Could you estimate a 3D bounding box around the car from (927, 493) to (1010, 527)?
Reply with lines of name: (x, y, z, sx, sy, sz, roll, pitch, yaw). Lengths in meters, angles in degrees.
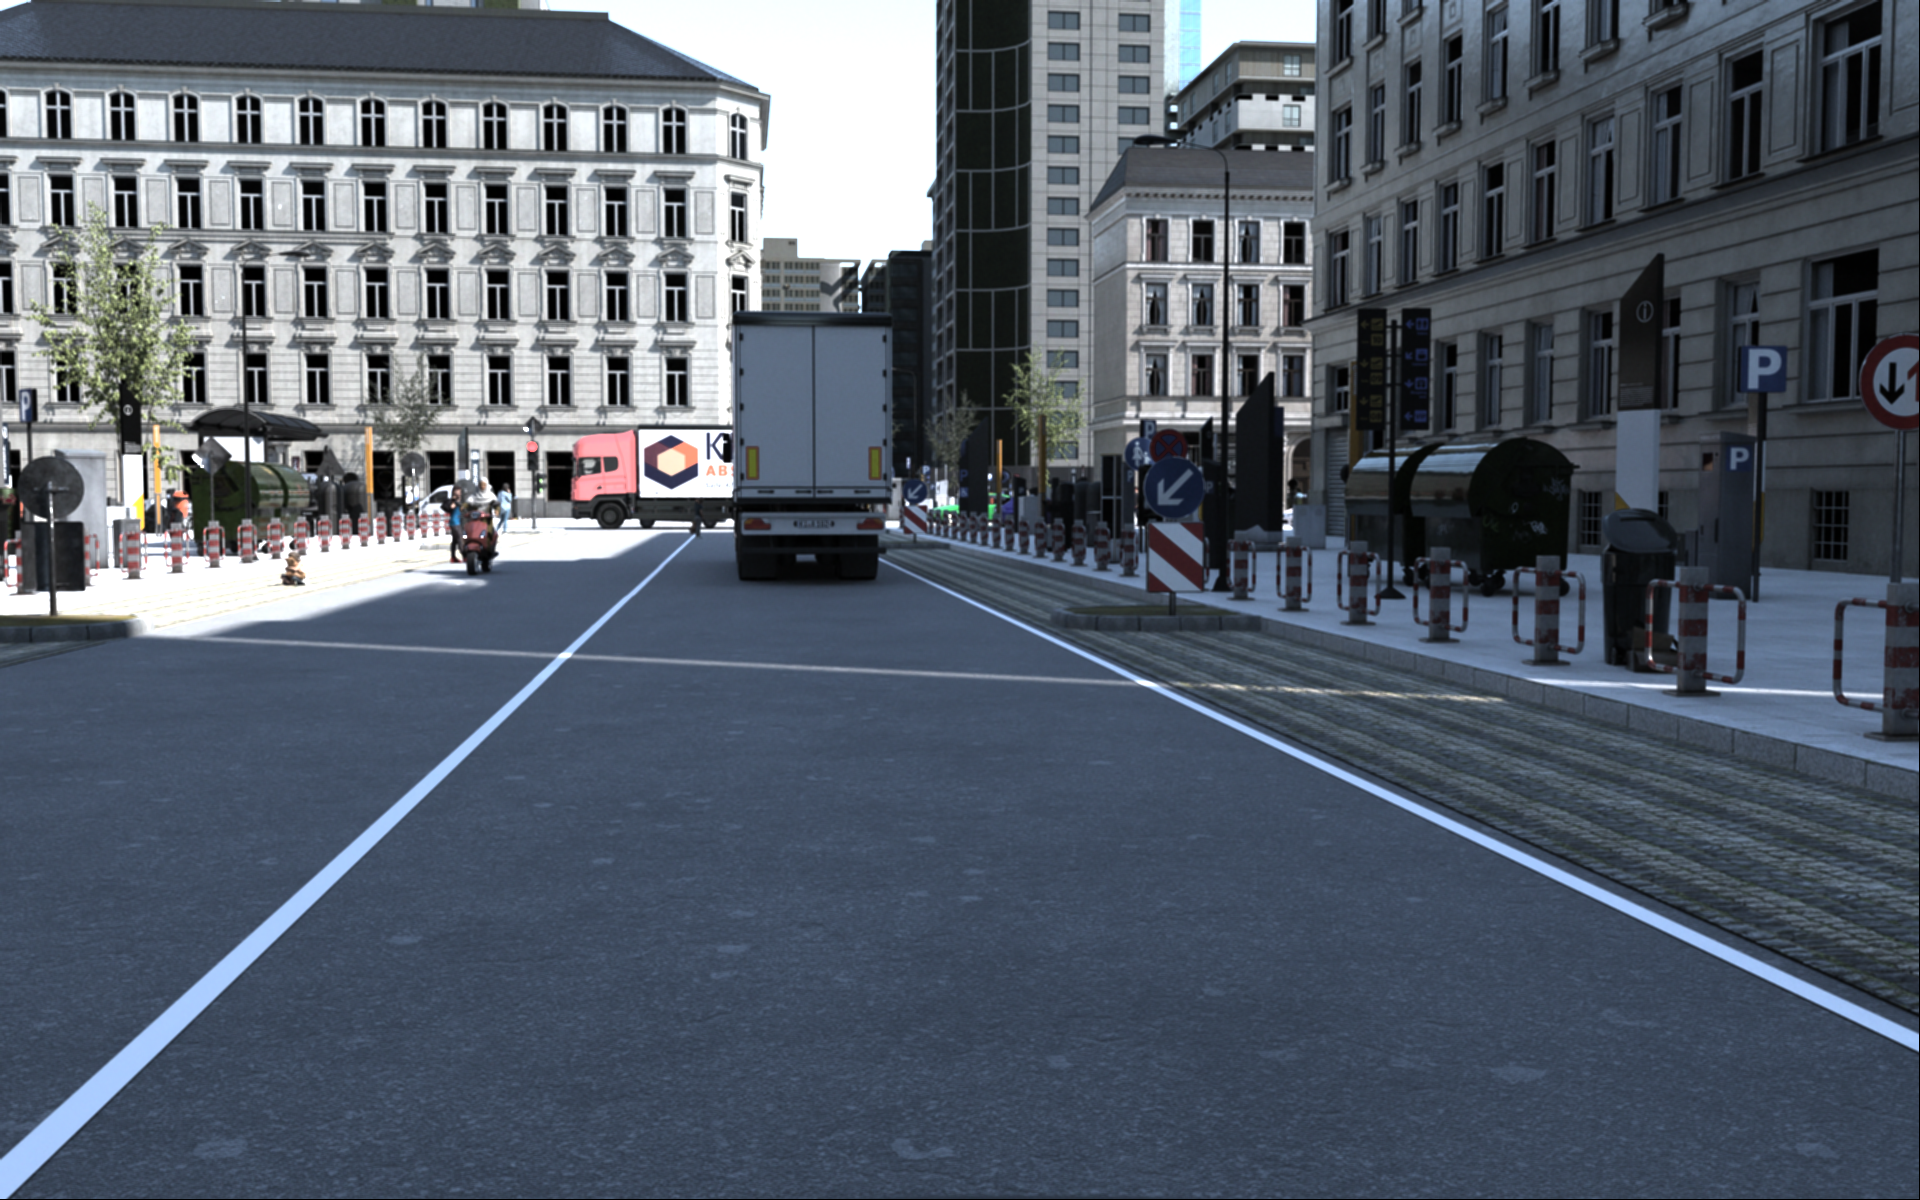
car: (0.889, -4.064, 75.241, 4.718, 1.807, 1.959, -1, 4, -8)

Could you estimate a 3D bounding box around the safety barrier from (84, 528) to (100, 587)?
safety barrier: (-12.102, -0.589, 23.905, 0.300, 0.817, 1.120, 0, 4, -7)

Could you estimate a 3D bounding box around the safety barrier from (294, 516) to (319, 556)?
safety barrier: (-13.628, -1.321, 35.866, 0.300, 0.817, 1.120, 0, 4, -7)

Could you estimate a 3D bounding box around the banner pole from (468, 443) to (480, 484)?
banner pole: (-24.050, -5.839, 85.484, 0.401, 3.779, 0.863, 3, 5, 42)

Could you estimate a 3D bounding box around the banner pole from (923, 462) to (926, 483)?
banner pole: (-2.753, -8.809, 134.044, 0.401, 3.779, 0.863, -1, 4, -13)

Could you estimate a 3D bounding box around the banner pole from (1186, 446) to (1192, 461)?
banner pole: (11.823, -6.092, 89.623, 0.401, 3.779, 0.863, -2, 4, -24)

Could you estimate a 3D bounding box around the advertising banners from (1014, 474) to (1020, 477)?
advertising banners: (4.190, -9.498, 151.486, 2.074, 3.025, 0.090, 1, 4, 9)

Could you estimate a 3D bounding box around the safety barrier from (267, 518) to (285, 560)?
safety barrier: (-13.373, -1.198, 33.858, 0.300, 0.817, 1.120, 0, 4, -7)

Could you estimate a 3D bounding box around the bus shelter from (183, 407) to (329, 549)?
bus shelter: (-17.312, -3.000, 42.972, 2.014, 3.302, 5.546, 0, 4, -7)

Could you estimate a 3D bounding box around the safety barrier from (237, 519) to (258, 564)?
safety barrier: (-13.117, -1.076, 31.872, 0.300, 0.817, 1.120, 0, 4, -7)

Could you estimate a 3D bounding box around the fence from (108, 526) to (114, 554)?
fence: (-16.642, -1.068, 32.830, 2.069, 0.683, 0.278, 1, 4, 20)

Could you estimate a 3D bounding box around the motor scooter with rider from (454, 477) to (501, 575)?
motor scooter with rider: (-8.710, -1.365, 31.278, 0.876, 1.779, 1.986, 0, 4, -6)

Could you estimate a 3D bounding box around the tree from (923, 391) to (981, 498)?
tree: (-0.314, -10.401, 120.420, 4.360, 8.622, 3.978, 0, 3, 0)

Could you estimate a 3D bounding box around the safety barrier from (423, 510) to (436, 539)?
safety barrier: (-15.404, -2.172, 49.789, 0.300, 0.817, 1.120, 0, 4, -7)

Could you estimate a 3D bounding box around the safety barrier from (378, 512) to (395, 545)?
safety barrier: (-14.642, -1.807, 43.815, 0.300, 0.817, 1.120, 0, 4, -7)

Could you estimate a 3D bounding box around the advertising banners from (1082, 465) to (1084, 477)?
advertising banners: (7.242, -6.645, 104.837, 0.090, 3.025, 2.074, -1, 4, -10)

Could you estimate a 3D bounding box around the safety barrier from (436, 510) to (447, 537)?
safety barrier: (-15.657, -2.294, 51.783, 0.300, 0.817, 1.120, 0, 4, -7)

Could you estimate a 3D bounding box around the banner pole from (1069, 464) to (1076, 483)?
banner pole: (9.214, -9.333, 142.609, 0.863, 3.779, 0.401, 2, 4, 31)

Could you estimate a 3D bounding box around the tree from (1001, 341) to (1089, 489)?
tree: (4.145, -8.198, 84.397, 4.737, 8.622, 4.395, 0, 3, 0)

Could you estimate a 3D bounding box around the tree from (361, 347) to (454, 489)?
tree: (-27.388, -8.297, 86.023, 4.360, 8.622, 3.978, 0, 3, 0)

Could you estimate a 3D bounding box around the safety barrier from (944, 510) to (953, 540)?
safety barrier: (-0.157, -2.115, 48.859, 0.300, 0.817, 1.120, 0, 4, -7)

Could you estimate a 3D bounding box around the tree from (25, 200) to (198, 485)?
tree: (-21.028, -5.698, 43.524, 4.737, 8.622, 4.395, 0, 3, 0)

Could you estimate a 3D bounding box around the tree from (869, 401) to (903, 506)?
tree: (-7.673, -11.697, 141.605, 4.360, 8.622, 3.978, 0, 3, 0)

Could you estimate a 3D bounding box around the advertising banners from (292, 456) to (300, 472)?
advertising banners: (-31.469, -5.169, 80.701, 2.074, 3.025, 0.090, 2, 4, 27)

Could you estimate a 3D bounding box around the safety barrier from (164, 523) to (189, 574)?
safety barrier: (-12.613, -0.833, 27.892, 0.300, 0.817, 1.120, 0, 4, -7)

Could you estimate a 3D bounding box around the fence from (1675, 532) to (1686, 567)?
fence: (11.134, -0.698, 26.780, 0.278, 0.683, 2.069, 0, 4, 7)

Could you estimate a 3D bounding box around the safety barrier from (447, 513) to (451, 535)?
safety barrier: (-15.910, -2.416, 53.779, 0.300, 0.817, 1.120, 0, 4, -7)

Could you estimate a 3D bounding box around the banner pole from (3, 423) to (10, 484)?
banner pole: (-29.437, -3.858, 53.090, 0.401, 3.779, 0.863, 1, 4, 13)

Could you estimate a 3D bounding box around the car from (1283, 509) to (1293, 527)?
car: (15.707, -3.656, 72.141, 4.827, 1.381, 2.083, 0, 4, -8)

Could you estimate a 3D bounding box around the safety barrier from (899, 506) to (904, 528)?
safety barrier: (-2.184, -3.088, 64.761, 0.300, 0.817, 1.120, 0, 4, -7)

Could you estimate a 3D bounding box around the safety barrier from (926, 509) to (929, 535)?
safety barrier: (-0.919, -2.480, 54.820, 0.300, 0.817, 1.120, 0, 4, -7)

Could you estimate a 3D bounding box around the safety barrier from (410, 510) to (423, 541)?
safety barrier: (-15.150, -2.050, 47.799, 0.300, 0.817, 1.120, 0, 4, -7)

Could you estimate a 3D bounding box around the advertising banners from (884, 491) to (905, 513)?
advertising banners: (-3.626, -5.363, 83.875, 2.074, 3.025, 0.090, 1, 4, 9)

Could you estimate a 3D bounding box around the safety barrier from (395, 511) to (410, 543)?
safety barrier: (-14.896, -1.929, 45.812, 0.300, 0.817, 1.120, 0, 4, -7)

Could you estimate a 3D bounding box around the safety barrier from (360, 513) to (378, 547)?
safety barrier: (-14.390, -1.685, 41.825, 0.300, 0.817, 1.120, 0, 4, -7)

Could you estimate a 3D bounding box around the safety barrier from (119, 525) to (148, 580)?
safety barrier: (-12.358, -0.711, 25.898, 0.300, 0.817, 1.120, 0, 4, -7)

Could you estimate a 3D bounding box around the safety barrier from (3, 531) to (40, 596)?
safety barrier: (-11.850, -0.467, 21.917, 0.300, 0.817, 1.120, 0, 4, -7)

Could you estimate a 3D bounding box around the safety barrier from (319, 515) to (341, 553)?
safety barrier: (-13.882, -1.442, 37.852, 0.300, 0.817, 1.120, 0, 4, -7)

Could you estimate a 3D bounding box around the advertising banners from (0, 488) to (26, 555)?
advertising banners: (-20.598, -2.447, 36.194, 2.074, 3.025, 0.090, 0, 4, 1)

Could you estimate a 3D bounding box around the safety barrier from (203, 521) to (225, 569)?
safety barrier: (-12.866, -0.954, 29.879, 0.300, 0.817, 1.120, 0, 4, -7)

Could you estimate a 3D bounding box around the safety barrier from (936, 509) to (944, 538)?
safety barrier: (-0.413, -2.237, 50.845, 0.300, 0.817, 1.120, 0, 4, -7)

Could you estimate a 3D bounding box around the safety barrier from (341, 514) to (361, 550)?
safety barrier: (-14.134, -1.564, 39.839, 0.300, 0.817, 1.120, 0, 4, -7)

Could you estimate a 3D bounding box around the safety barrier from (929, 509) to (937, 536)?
safety barrier: (-0.662, -2.358, 52.832, 0.300, 0.817, 1.120, 0, 4, -7)

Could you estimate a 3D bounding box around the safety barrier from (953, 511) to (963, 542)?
safety barrier: (0.095, -1.994, 46.872, 0.300, 0.817, 1.120, 0, 4, -7)

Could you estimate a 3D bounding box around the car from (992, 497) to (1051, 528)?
car: (3.341, -3.643, 72.145, 3.894, 1.354, 1.945, -1, 4, -9)
